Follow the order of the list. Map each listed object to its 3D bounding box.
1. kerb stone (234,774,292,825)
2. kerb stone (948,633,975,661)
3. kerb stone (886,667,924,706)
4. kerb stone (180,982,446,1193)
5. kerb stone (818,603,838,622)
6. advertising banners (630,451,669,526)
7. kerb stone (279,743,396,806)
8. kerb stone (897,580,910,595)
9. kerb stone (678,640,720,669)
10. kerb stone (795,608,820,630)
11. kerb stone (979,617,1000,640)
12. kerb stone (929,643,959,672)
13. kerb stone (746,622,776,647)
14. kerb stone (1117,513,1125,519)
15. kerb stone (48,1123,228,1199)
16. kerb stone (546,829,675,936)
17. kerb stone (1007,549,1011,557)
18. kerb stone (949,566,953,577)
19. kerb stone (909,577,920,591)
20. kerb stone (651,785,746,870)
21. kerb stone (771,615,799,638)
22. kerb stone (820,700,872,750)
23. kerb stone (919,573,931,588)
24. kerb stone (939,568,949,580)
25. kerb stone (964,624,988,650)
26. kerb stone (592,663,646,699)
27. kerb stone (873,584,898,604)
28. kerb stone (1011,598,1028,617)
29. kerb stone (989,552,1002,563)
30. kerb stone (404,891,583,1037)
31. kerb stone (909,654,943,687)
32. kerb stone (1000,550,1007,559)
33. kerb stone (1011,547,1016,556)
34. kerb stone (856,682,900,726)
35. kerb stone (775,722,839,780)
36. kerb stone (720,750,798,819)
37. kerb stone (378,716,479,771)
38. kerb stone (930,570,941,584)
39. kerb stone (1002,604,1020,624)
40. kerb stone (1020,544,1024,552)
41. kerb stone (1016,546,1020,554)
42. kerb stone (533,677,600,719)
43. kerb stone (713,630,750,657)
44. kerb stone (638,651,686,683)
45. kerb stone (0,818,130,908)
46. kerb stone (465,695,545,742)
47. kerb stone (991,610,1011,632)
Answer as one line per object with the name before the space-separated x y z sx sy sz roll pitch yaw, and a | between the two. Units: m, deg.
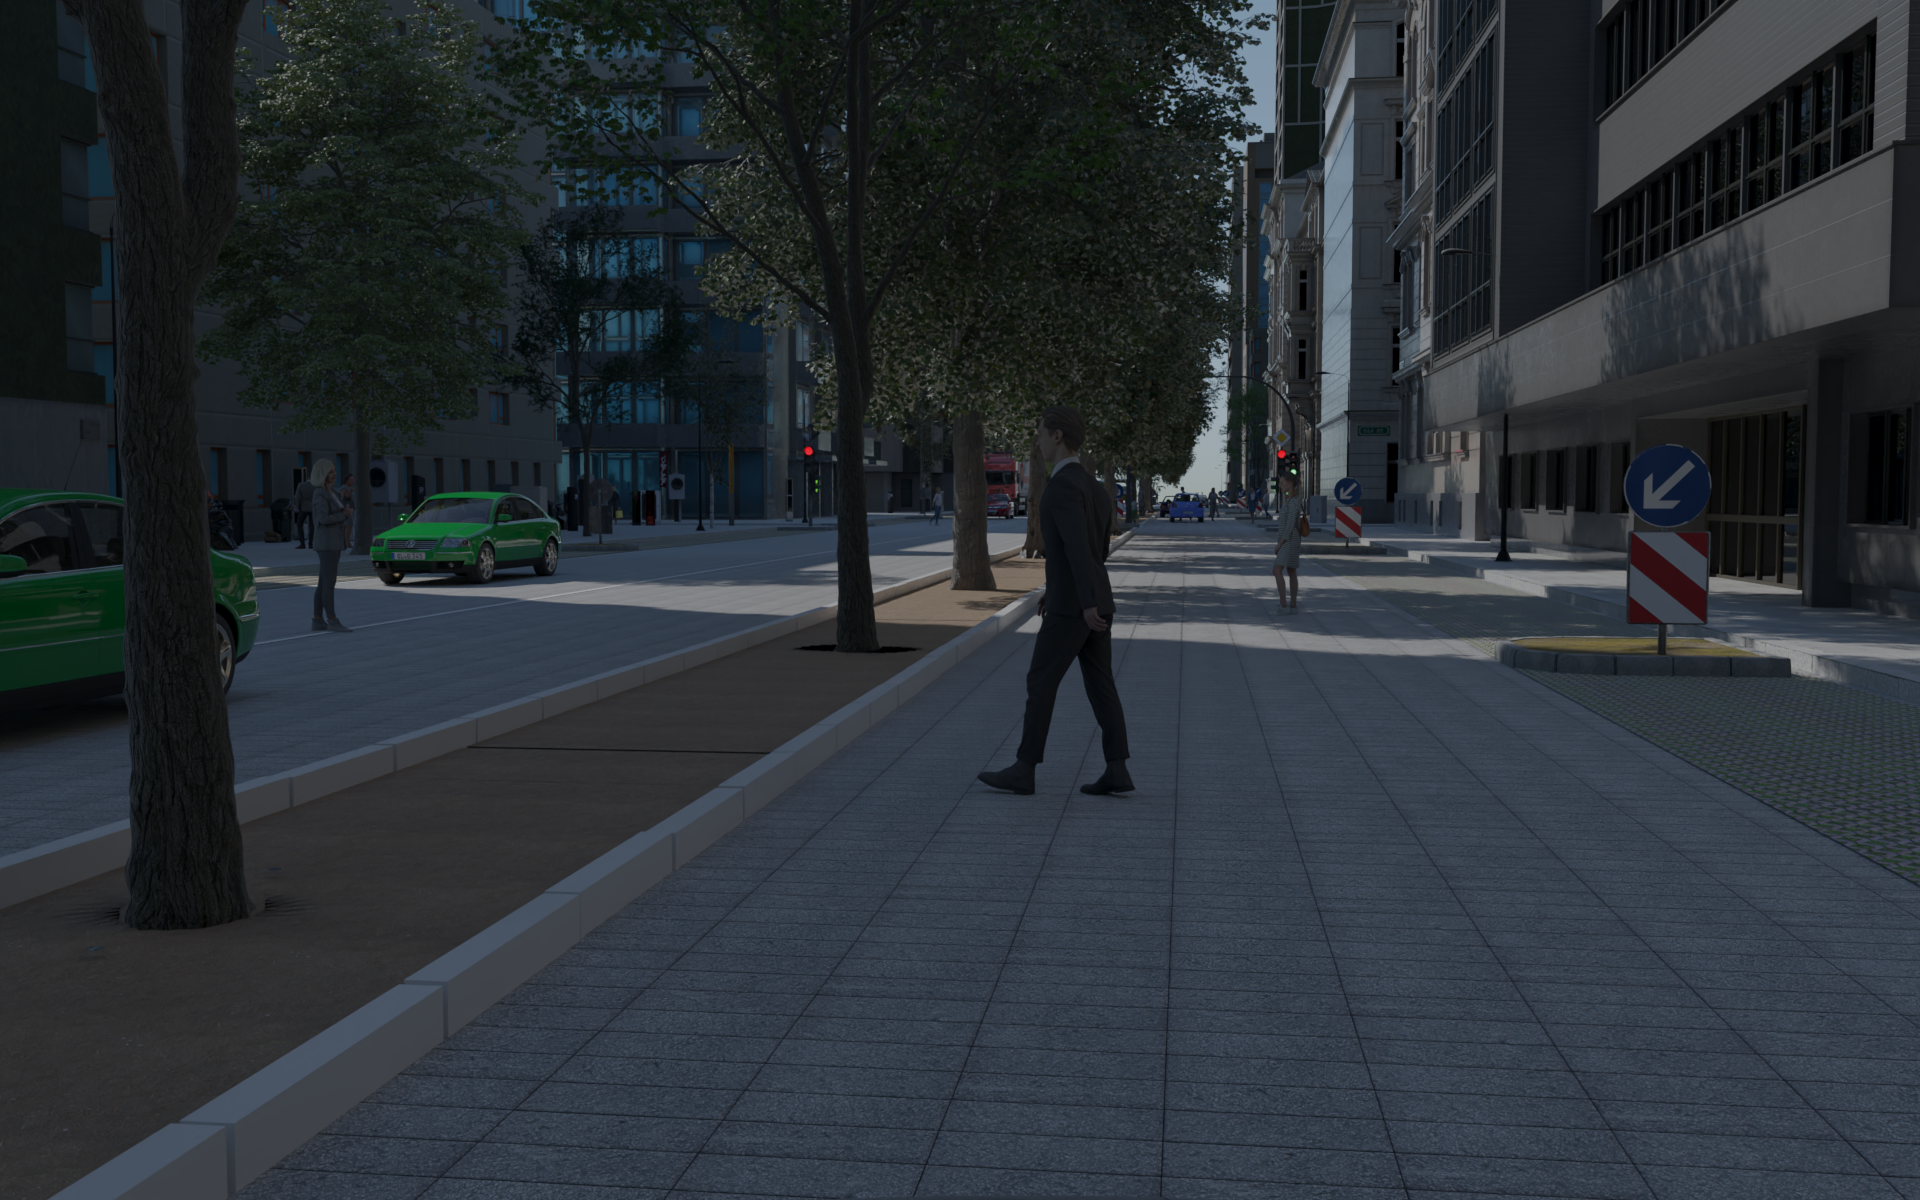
kerb stone | -3.168 0.907 7.372 0.120 0.150 1.000 0 4 7
kerb stone | -0.013 0.427 15.219 0.120 0.150 1.000 0 4 7
kerb stone | -0.406 0.614 12.163 0.120 0.150 1.000 0 4 7
kerb stone | -1.478 1.115 4.049 0.120 0.150 1.000 0 4 7
kerb stone | -1.557 0.165 19.570 0.120 0.150 1.000 0 4 7
advertising banners | -12.566 -4.523 70.132 2.074 3.025 0.090 2 4 31
kerb stone | -3.027 0.850 8.385 0.120 0.150 1.000 0 4 7
kerb stone | -0.884 -0.144 24.639 0.120 0.150 1.000 0 4 7
kerb stone | -2.221 0.473 14.489 0.120 0.150 1.000 0 4 7
kerb stone | -1.689 0.225 18.556 0.120 0.150 1.000 0 4 7
kerb stone | 0.257 0.302 17.255 0.120 0.150 1.000 0 4 7
kerb stone | -0.154 0.489 14.203 0.120 0.150 1.000 0 4 7
kerb stone | -1.955 0.347 16.517 0.120 0.150 1.000 0 4 7
kerb stone | 9.890 -5.161 106.574 0.120 0.150 1.000 0 4 7
kerb stone | -1.614 1.172 3.031 0.120 0.150 1.000 0 4 7
kerb stone | -1.217 0.986 6.082 0.120 0.150 1.000 0 4 7
kerb stone | 0.985 -1.022 38.899 0.120 0.150 1.000 0 4 7
kerb stone | -0.217 -0.459 29.728 0.120 0.150 1.000 0 4 7
kerb stone | -0.760 -0.211 25.658 0.120 0.150 1.000 0 4 7
kerb stone | -1.075 0.930 7.095 0.120 0.150 1.000 0 4 7
kerb stone | -1.827 0.285 17.538 0.120 0.150 1.000 0 4 7
kerb stone | -0.679 0.738 10.137 0.120 0.150 1.000 0 4 7
kerb stone | -0.616 -0.274 26.673 0.120 0.150 1.000 0 4 7
kerb stone | -0.358 -0.397 28.715 0.120 0.150 1.000 0 4 7
kerb stone | 0.122 0.364 16.238 0.120 0.150 1.000 0 4 7
kerb stone | -2.493 0.595 12.461 0.120 0.150 1.000 0 4 7
kerb stone | -1.027 -0.088 23.627 0.120 0.150 1.000 0 4 7
kerb stone | 0.661 0.115 20.314 0.120 0.150 1.000 0 4 7
kerb stone | 0.719 -0.897 36.866 0.120 0.150 1.000 0 4 7
kerb stone | -1.343 1.048 5.064 0.120 0.150 1.000 0 4 7
kerb stone | -0.279 0.552 13.178 0.120 0.150 1.000 0 4 7
kerb stone | 0.857 -0.958 37.879 0.120 0.150 1.000 0 4 7
kerb stone | 1.126 -1.076 39.912 0.120 0.150 1.000 0 4 7
kerb stone | -0.544 0.676 11.150 0.120 0.150 1.000 0 4 7
kerb stone | -0.810 0.800 9.122 0.120 0.150 1.000 0 4 7
kerb stone | -0.940 0.862 8.108 0.120 0.150 1.000 0 4 7
kerb stone | -2.890 0.784 9.405 0.120 0.150 1.000 0 4 7
kerb stone | -0.481 -0.336 27.700 0.120 0.150 1.000 0 4 7
kerb stone | 0.535 0.177 19.299 0.120 0.150 1.000 0 4 7
kerb stone | 1.388 -1.208 41.949 0.120 0.150 1.000 0 4 7
kerb stone | 1.261 -1.142 40.931 0.120 0.150 1.000 0 4 7
kerb stone | -2.626 0.657 11.447 0.120 0.150 1.000 0 4 7
kerb stone | -2.089 0.409 15.504 0.120 0.150 1.000 0 4 7
kerb stone | -2.356 0.533 13.474 0.120 0.150 1.000 0 4 7
kerb stone | -3.293 0.969 6.350 0.120 0.150 1.000 0 4 7
kerb stone | -2.757 0.720 10.421 0.120 0.150 1.000 0 4 7
kerb stone | 0.400 0.240 18.278 0.120 0.150 1.000 0 4 7
